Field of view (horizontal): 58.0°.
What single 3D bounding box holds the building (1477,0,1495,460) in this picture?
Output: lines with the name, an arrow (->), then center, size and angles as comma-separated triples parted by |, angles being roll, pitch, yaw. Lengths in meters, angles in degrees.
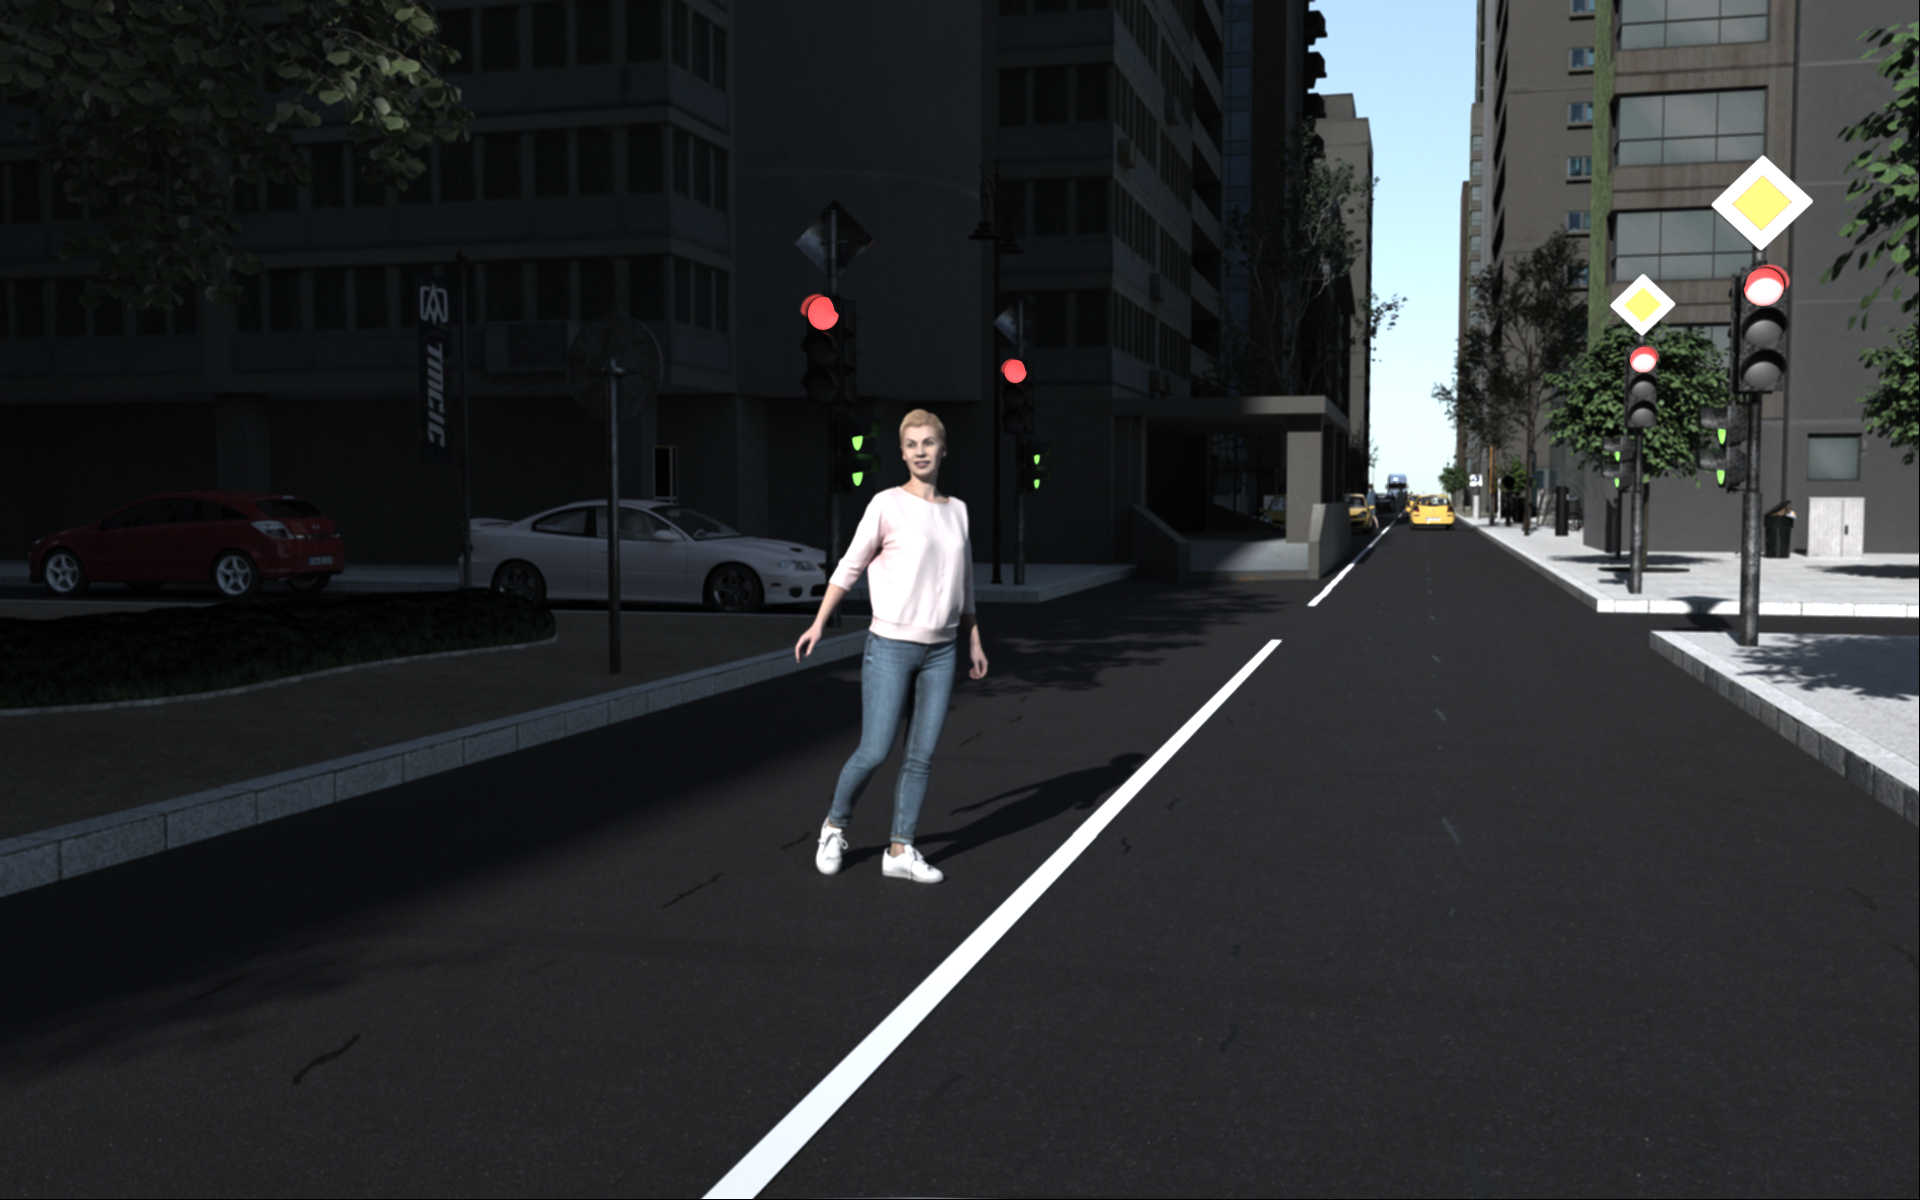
building -> 55.964, -37.145, 149.324 | 21.231, 58.520, 28.212 | 1, 4, 15

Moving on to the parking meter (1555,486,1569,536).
parking meter -> 18.454, -2.732, 53.087 | 0.372, 1.533, 0.369 | 0, 3, 0

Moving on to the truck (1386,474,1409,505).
truck -> 60.305, -15.227, 238.725 | 2.967, 4.110, 18.799 | 1, 4, 14

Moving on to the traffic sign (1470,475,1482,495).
traffic sign -> 26.906, -5.395, 90.340 | 0.606, 2.300, 0.079 | 2, 4, 24

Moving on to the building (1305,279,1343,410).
building -> 19.788, -19.066, 156.767 | 27.650, 21.520, 28.899 | 1, 4, 15

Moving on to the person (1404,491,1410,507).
person -> 48.219, -10.902, 187.454 | 1.217, 1.736, 0.721 | -1, 4, -9

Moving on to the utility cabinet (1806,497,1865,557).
utility cabinet -> 17.847, -1.478, 35.319 | 1.020, 1.237, 0.306 | 1, 4, 20

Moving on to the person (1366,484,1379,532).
person -> 15.670, -3.509, 65.901 | 0.581, 1.822, 0.654 | -2, 4, -27

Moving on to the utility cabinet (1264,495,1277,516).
utility cabinet -> 16.063, -4.784, 89.377 | 0.306, 1.237, 1.020 | -2, 4, -24

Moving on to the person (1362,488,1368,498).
person -> 28.977, -7.037, 123.521 | 1.348, 1.831, 0.705 | -1, 4, -17

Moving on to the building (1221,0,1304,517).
building -> 13.365, -27.857, 105.574 | 14.600, 45.320, 14.200 | 1, 4, 15

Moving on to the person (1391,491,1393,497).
person -> 50.335, -11.796, 202.072 | 0.721, 1.735, 1.217 | 0, 4, -3

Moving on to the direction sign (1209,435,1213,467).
direction sign -> 6.979, -3.533, 49.767 | 0.379, 3.537, 0.876 | -2, 4, -27

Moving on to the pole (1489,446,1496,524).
pole -> 22.562, -4.865, 73.382 | 0.158, 3.312, 0.155 | 0, 3, 0

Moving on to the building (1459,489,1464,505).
building -> 74.501, -30.986, 198.496 | 32.217, 40.220, 23.993 | 1, 4, 15

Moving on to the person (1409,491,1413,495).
person -> 58.312, -13.165, 223.765 | 1.348, 1.821, 0.705 | 2, 4, 27

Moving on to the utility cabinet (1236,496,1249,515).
utility cabinet -> 8.955, -2.677, 54.936 | 0.306, 1.237, 1.020 | 0, 4, 5

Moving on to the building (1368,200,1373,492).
building -> 47.614, -33.541, 231.983 | 14.154, 41.232, 14.086 | 1, 4, 15

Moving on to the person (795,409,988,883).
person -> -0.322, 0.167, 6.447 | 0.598, 1.740, 0.731 | 3, 5, 44

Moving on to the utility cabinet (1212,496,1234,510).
utility cabinet -> 8.995, -2.873, 58.135 | 1.020, 1.237, 0.306 | 0, 4, 1

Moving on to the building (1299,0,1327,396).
building -> 15.173, -28.919, 127.452 | 22.147, 44.769, 28.867 | 1, 4, 15

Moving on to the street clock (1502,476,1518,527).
street clock -> 21.665, -3.904, 68.408 | 0.471, 2.002, 0.358 | 1, 4, 22

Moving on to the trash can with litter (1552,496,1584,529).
trash can with litter -> 22.836, -3.201, 63.388 | 2.233, 1.210, 1.678 | 1, 4, 18

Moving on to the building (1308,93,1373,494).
building -> 39.859, -36.189, 215.389 | 21.300, 48.544, 21.600 | 1, 4, 15

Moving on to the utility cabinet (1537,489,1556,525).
utility cabinet -> 23.942, -3.748, 69.957 | 1.173, 1.500, 0.318 | 2, 4, 34

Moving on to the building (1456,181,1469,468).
building -> 76.109, -36.031, 239.217 | 14.600, 45.320, 14.200 | 1, 4, 15

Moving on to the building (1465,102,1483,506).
building -> 60.686, -30.512, 182.466 | 14.154, 41.232, 14.086 | 1, 4, 15

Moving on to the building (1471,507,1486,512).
building -> 48.496, -42.022, 125.319 | 20.563, 71.187, 20.611 | 1, 4, 15

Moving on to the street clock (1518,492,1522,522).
street clock -> 25.033, -4.478, 77.784 | 0.358, 2.002, 0.471 | 2, 4, 27

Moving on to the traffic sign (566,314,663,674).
traffic sign -> -2.469, -0.747, 12.320 | 0.768, 2.556, 0.104 | 1, 4, 18

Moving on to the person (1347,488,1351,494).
person -> 19.736, -4.814, 87.886 | 0.598, 1.740, 0.731 | -3, 5, -41

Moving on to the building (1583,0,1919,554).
building -> 22.919, -21.934, 42.215 | 14.154, 41.232, 14.086 | 1, 4, 15

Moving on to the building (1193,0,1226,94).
building -> -1.203, -27.258, 69.366 | 21.300, 48.544, 21.600 | 1, 4, 15

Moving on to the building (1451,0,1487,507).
building -> 74.023, -47.875, 221.005 | 20.563, 71.187, 20.611 | 1, 4, 15

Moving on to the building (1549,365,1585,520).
building -> 38.938, -46.574, 74.164 | 22.319, 86.520, 31.000 | 1, 4, 15

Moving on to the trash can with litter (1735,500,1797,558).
trash can with litter -> 16.159, -1.428, 34.737 | 1.055, 1.170, 0.624 | 1, 4, 15

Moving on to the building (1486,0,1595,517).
building -> 43.875, -29.445, 105.131 | 21.300, 48.544, 21.600 | 1, 4, 15

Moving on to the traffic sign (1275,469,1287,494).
traffic sign -> 13.258, -4.227, 71.237 | 0.606, 2.300, 0.079 | 1, 4, 19

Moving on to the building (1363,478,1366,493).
building -> 29.155, -30.756, 194.735 | 32.217, 40.220, 23.993 | 1, 4, 15

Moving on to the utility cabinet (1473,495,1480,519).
utility cabinet -> 26.377, -4.724, 88.404 | 0.306, 1.237, 1.020 | 1, 4, 20

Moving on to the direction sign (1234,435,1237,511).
direction sign -> 8.453, -3.745, 53.226 | 0.379, 3.537, 0.876 | 0, 4, 6

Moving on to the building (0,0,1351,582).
building -> -7.758, -21.212, 38.704 | 32.217, 40.220, 23.993 | 1, 4, 15

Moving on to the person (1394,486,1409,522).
person -> 22.659, -4.922, 88.855 | 0.818, 1.842, 0.514 | 3, 4, 36
